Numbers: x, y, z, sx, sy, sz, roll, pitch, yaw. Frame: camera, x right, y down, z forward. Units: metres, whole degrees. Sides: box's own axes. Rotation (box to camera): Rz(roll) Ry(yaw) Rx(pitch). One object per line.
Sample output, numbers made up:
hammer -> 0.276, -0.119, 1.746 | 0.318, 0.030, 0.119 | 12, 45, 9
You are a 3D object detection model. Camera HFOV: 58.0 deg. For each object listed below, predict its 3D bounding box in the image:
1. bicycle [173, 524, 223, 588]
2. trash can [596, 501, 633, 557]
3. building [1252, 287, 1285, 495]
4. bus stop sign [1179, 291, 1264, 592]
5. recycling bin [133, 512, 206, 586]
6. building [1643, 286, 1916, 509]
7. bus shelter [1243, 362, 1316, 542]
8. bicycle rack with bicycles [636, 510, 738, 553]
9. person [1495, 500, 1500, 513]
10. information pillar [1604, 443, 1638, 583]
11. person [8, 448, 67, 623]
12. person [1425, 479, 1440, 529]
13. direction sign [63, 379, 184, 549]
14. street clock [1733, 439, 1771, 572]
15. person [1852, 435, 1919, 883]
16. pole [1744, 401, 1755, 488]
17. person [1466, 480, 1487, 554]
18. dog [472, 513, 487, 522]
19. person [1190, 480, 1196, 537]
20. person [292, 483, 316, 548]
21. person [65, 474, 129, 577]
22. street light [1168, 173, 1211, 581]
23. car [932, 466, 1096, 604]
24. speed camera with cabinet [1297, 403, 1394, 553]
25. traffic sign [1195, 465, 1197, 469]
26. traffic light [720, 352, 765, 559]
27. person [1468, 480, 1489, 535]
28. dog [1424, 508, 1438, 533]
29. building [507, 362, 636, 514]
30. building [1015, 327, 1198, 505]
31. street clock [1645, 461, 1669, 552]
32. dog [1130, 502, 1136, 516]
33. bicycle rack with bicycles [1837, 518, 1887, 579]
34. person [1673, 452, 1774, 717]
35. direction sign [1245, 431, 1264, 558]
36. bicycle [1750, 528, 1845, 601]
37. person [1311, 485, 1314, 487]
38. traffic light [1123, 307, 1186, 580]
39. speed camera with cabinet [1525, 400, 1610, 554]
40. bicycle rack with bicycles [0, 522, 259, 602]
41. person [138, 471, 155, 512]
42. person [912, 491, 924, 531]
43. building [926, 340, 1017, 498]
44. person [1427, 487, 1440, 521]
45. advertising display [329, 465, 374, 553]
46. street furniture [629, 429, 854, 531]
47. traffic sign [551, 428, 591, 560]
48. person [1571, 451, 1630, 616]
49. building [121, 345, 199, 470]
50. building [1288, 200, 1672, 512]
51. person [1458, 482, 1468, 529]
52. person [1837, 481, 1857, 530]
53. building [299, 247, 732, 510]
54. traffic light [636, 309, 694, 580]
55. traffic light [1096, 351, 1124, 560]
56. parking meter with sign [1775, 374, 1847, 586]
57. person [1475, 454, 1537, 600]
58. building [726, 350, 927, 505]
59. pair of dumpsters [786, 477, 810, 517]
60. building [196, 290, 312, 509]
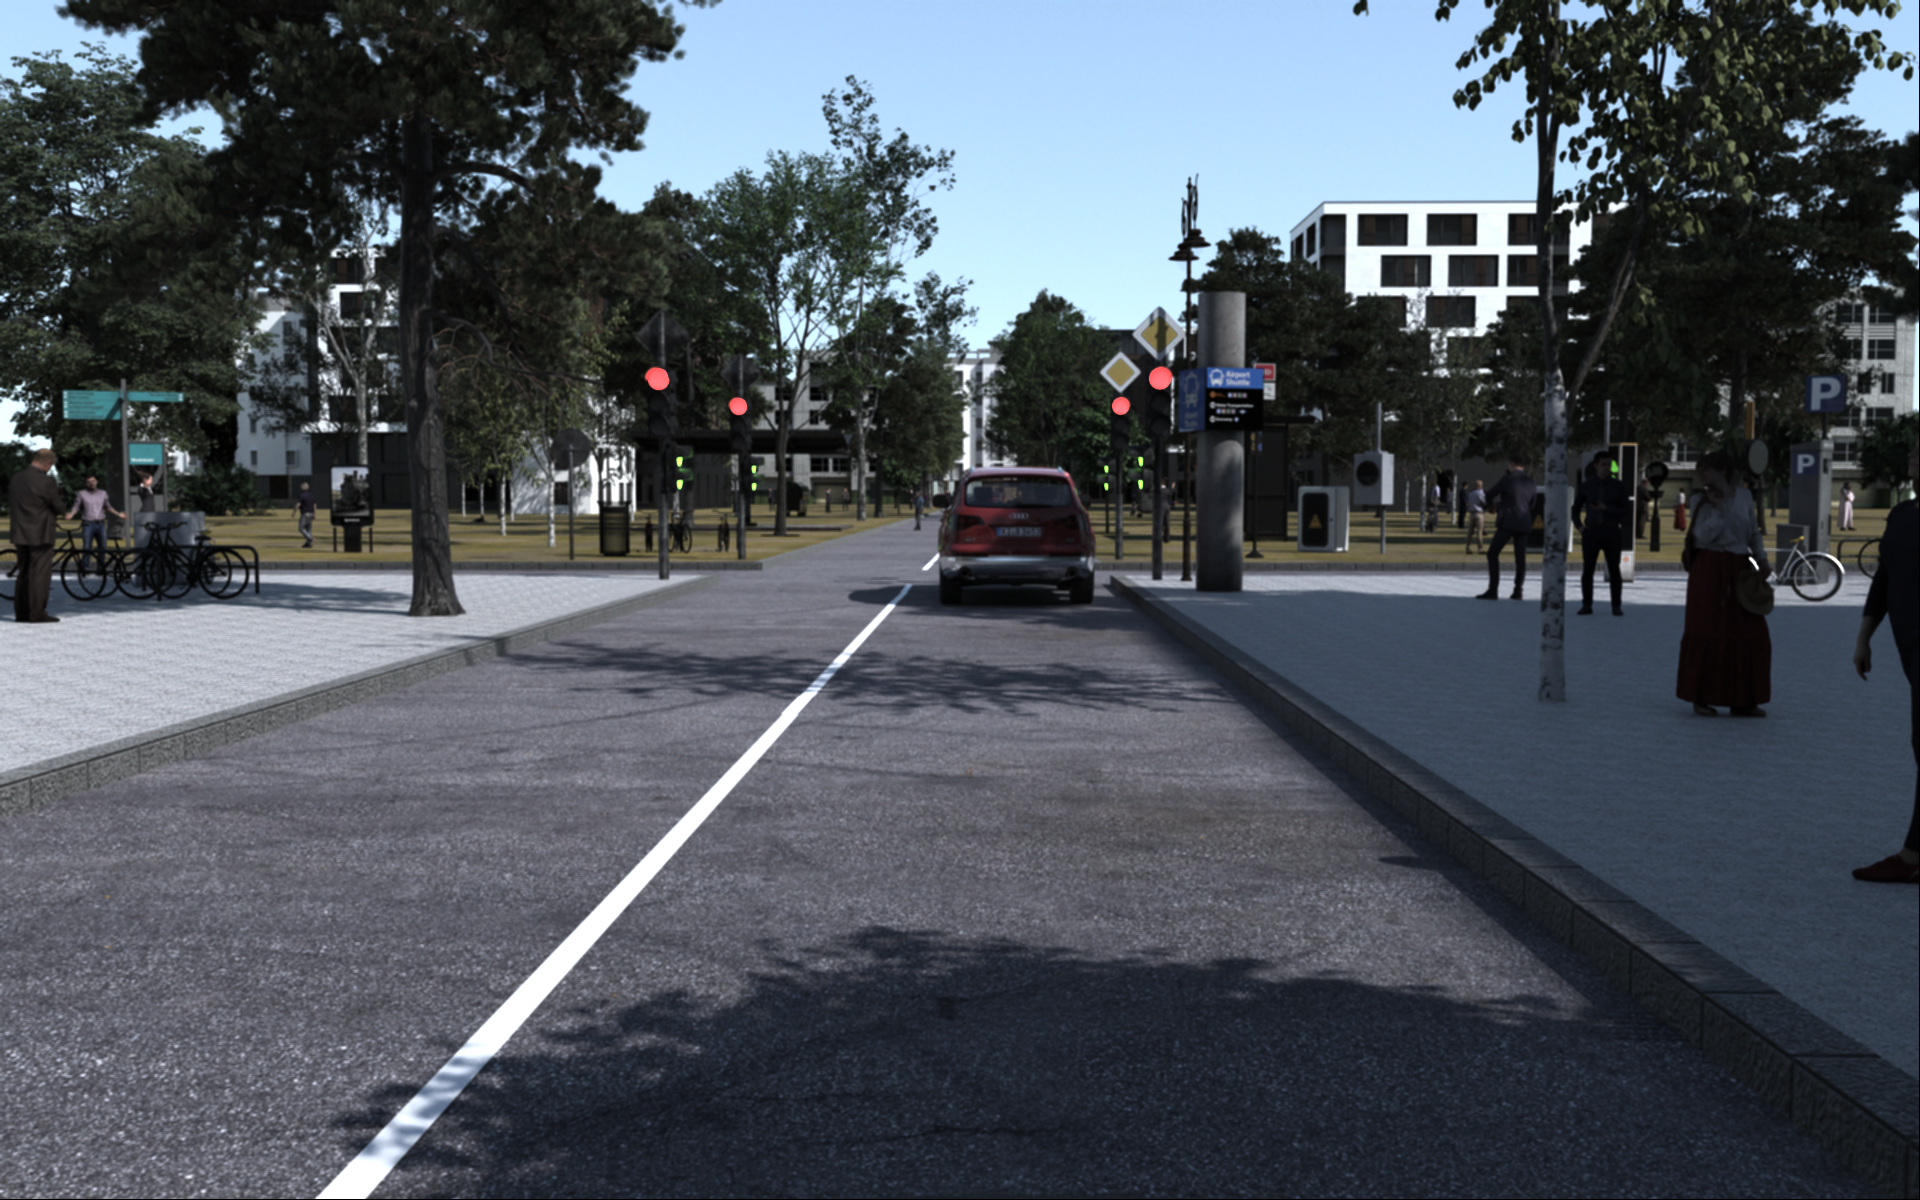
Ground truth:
bicycle -> -10.567, -0.668, 24.150 | 0.635, 0.972, 1.543 | -1, 4, -12
trash can -> -7.108, -1.466, 35.630 | 0.748, 1.137, 0.748 | 0, 3, 0
building -> 33.905, -18.548, 159.681 | 16.016, 20.091, 11.380 | 0, 4, 1
bus stop sign -> 3.436, -2.070, 22.861 | 0.837, 3.901, 0.837 | -1, 4, -17
recycling bin -> -11.227, -0.738, 24.626 | 0.722, 1.027, 0.722 | 0, 4, 2
building -> 65.515, -17.704, 155.920 | 31.486, 18.905, 16.747 | 0, 4, 1
bus shelter -> 8.536, -4.459, 50.539 | 2.179, 5.291, 8.768 | 0, 4, 1
bicycle rack with bicycles -> -5.941, -1.544, 38.621 | 2.852, 0.926, 2.925 | -1, 4, -8
person -> 16.057, -2.553, 51.019 | 0.697, 1.427, 0.421 | -3, 4, -36
information pillar -> 9.582, -1.262, 25.129 | 0.304, 2.012, 0.304 | -1, 4, -18
person -> -9.221, -0.650, 17.364 | 0.565, 1.739, 0.600 | 0, 4, -6
person -> 17.069, -3.480, 62.816 | 0.599, 1.838, 0.709 | 0, 4, 2
direction sign -> -19.141, -3.114, 39.675 | 2.525, 3.948, 1.411 | -1, 4, -23
street clock -> 10.404, -1.114, 22.787 | 0.471, 2.002, 0.358 | -2, 4, -30
person -> 3.299, 0.173, 5.754 | 0.613, 1.512, 0.480 | -2, 4, -25
pole -> 17.402, -2.715, 38.231 | 0.158, 3.312, 0.155 | 0, 3, 0
person -> 11.034, -1.765, 36.972 | 0.319, 1.574, 0.516 | -2, 4, -30
dog -> -21.845, -3.727, 78.673 | 0.748, 0.427, 0.550 | 1, 4, 22
person -> 7.156, -2.778, 52.174 | 0.504, 1.737, 0.576 | 0, 4, 3
person -> -15.627, -2.023, 41.332 | 0.569, 1.553, 0.471 | -2, 4, -33
person -> -13.470, -1.157, 26.913 | 0.435, 1.587, 0.963 | 3, 5, 39
street light -> 3.346, -3.219, 25.413 | 0.468, 5.910, 1.993 | 0, 4, 1
car -> 0.738, -0.947, 24.154 | 2.281, 1.827, 5.304 | 0, 3, 0
speed camera with cabinet -> 8.417, -2.663, 37.868 | 2.038, 3.252, 0.660 | 3, 5, 41
traffic sign -> 5.361, -2.220, 36.294 | 0.884, 2.594, 0.081 | 1, 4, 9
traffic light -> -4.269, -2.731, 33.904 | 0.839, 4.213, 0.868 | 0, 4, 1
person -> 16.091, -2.862, 53.662 | 0.655, 1.722, 0.431 | 0, 4, 5
dog -> 15.675, -2.631, 57.391 | 0.800, 0.831, 0.513 | -3, 5, -41
building -> -27.719, -11.149, 124.432 | 9.099, 9.664, 28.070 | 0, 4, 1
building -> 23.588, -23.335, 225.499 | 32.646, 21.610, 27.936 | 0, 4, 1
street clock -> 15.447, -2.072, 38.446 | 0.471, 2.002, 0.358 | 1, 4, 16
dog -> 10.181, -5.288, 100.846 | 0.513, 0.831, 0.800 | 3, 4, 36
bicycle rack with bicycles -> 14.355, -0.723, 25.197 | 2.925, 0.926, 2.852 | 0, 4, 0
person -> 4.405, -0.089, 9.974 | 0.523, 1.526, 0.387 | 0, 4, 4
direction sign -> 5.943, -2.621, 34.847 | 0.379, 3.537, 0.876 | 2, 4, 25
bicycle -> 9.848, -0.468, 20.868 | 1.543, 0.972, 0.635 | 2, 4, 26
person -> 19.863, -5.581, 97.733 | 0.568, 1.767, 0.683 | -1, 4, -18
traffic light -> 2.928, -2.235, 25.787 | 0.839, 4.213, 0.868 | 0, 4, 1
speed camera with cabinet -> 13.014, -2.605, 36.929 | 2.038, 3.252, 0.660 | 3, 5, 42
bicycle rack with bicycles -> -10.047, -0.501, 21.573 | 2.925, 0.926, 2.852 | 1, 4, 17
person -> -15.777, -1.644, 33.727 | 0.445, 1.727, 0.742 | -3, 4, -37
person -> -1.646, -3.506, 68.030 | 0.429, 1.552, 0.499 | 0, 4, -7
building -> 1.451, -22.219, 219.701 | 11.380, 20.091, 16.016 | 0, 4, 1
person -> 22.372, -4.532, 81.850 | 0.593, 1.614, 0.444 | 2, 4, 26
advertising display -> -13.322, -2.003, 37.957 | 0.974, 1.923, 0.123 | 1, 4, 9
street furniture -> -7.727, -4.314, 62.642 | 7.346, 3.524, 5.398 | 0, 4, 1
traffic sign -> -7.538, -2.046, 33.560 | 0.768, 2.556, 0.104 | 0, 4, 2
person -> 6.787, -0.710, 18.364 | 0.576, 1.737, 0.504 | 1, 4, 18
building -> -72.266, -18.581, 160.213 | 11.380, 20.091, 16.016 | 0, 4, 1
building -> 39.608, -17.935, 137.210 | 27.936, 21.610, 32.646 | 0, 4, 1
person -> 18.534, -3.474, 63.552 | 0.504, 1.737, 0.576 | 0, 4, -7
person -> 31.212, -3.317, 60.950 | 0.621, 1.740, 0.551 | 3, 5, 40
building -> -38.114, -18.927, 153.426 | 32.646, 21.610, 27.936 | 0, 4, 1
traffic light -> -4.432, -2.243, 25.921 | 0.839, 4.213, 0.868 | 0, 4, 1
traffic light -> 3.091, -2.723, 33.770 | 0.839, 4.213, 0.868 | 0, 4, 1
parking meter with sign -> 12.155, -1.745, 24.797 | 0.543, 3.016, 1.738 | 3, 5, 39
person -> 6.664, -0.899, 21.195 | 0.683, 1.767, 0.568 | -1, 4, -18
building -> -19.963, -21.677, 220.880 | 31.486, 18.905, 16.747 | 0, 4, 1
pair of dumpsters -> -9.598, -5.956, 99.878 | 1.574, 2.255, 4.436 | 0, 4, 1
building -> -60.597, -18.521, 159.243 | 11.380, 20.091, 16.016 | 0, 4, 1
